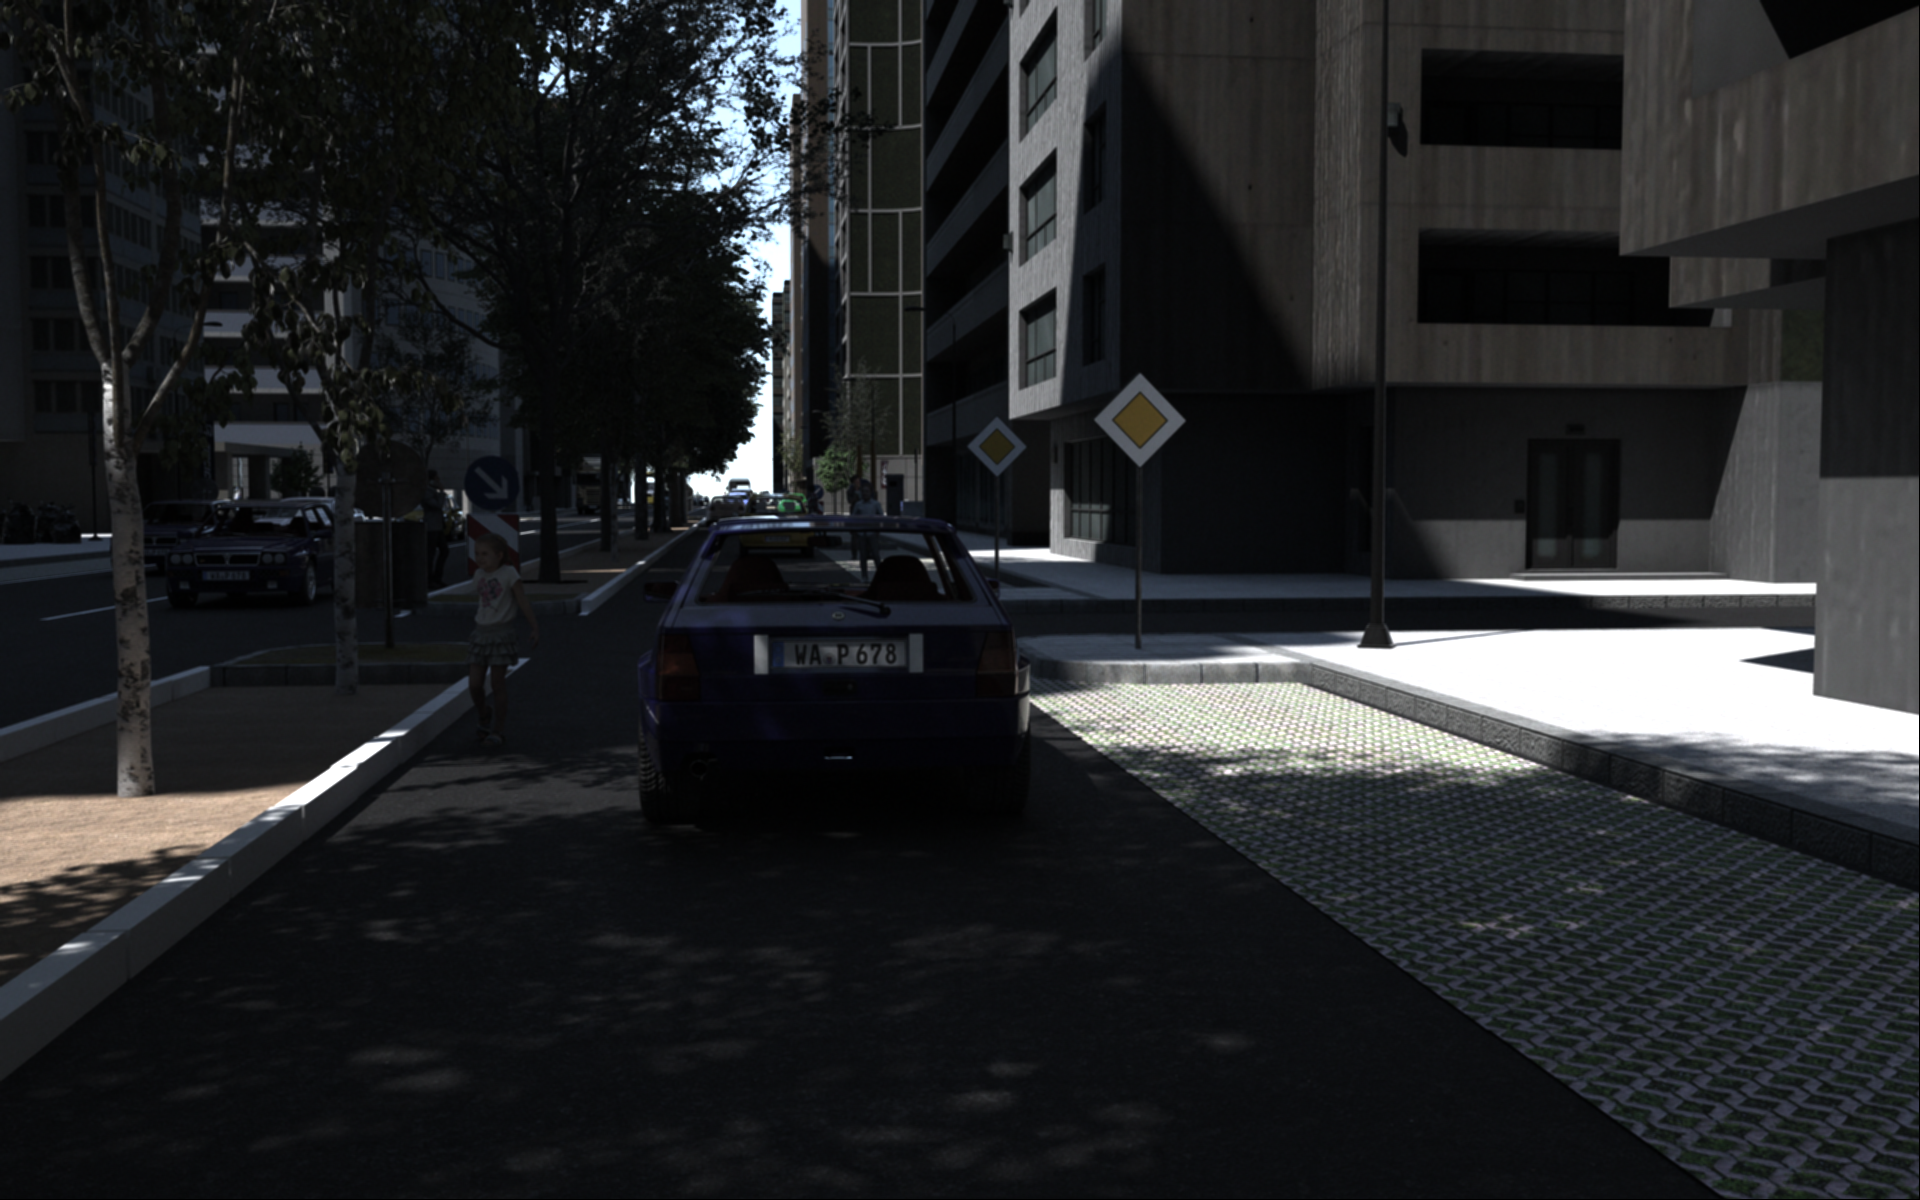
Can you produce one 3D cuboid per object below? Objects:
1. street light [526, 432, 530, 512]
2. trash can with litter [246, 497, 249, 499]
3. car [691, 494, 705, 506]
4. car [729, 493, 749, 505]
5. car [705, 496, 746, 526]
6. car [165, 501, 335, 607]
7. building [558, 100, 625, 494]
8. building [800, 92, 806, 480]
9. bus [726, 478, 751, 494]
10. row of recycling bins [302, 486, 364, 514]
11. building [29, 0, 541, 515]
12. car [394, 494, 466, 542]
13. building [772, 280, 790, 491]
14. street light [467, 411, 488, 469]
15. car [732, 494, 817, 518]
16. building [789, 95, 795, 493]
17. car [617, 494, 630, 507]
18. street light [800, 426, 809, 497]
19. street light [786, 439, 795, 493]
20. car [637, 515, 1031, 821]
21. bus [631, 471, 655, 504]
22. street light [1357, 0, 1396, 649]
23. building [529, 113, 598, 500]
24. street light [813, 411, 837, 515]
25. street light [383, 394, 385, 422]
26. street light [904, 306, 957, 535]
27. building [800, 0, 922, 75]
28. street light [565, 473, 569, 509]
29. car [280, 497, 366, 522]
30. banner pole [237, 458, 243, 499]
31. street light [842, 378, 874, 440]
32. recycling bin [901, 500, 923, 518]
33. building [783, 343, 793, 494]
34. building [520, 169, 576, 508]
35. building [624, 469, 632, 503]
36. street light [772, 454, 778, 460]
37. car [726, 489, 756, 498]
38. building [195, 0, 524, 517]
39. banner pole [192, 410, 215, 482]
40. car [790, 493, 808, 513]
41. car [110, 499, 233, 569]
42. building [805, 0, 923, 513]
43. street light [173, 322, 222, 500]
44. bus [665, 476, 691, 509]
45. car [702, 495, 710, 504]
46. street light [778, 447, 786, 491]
[{"bbox_3d":[-30.355,-9.248,123.751,1.470,5.913,1.316,0,4,-7],"label":"street light"},{"bbox_3d":[-32.274,-4.164,79.470,1.055,1.170,0.624,-2,4,-31],"label":"trash can with litter"},{"bbox_3d":[-31.479,-12.047,206.762,2.009,1.686,4.222,0,4,-7],"label":"car"},{"bbox_3d":[-14.452,-6.313,112.802,1.945,1.707,3.694,0,4,-8],"label":"car"},{"bbox_3d":[-10.516,-4.034,78.320,2.083,1.381,4.827,0,4,-7],"label":"car"},{"bbox_3d":[-9.328,-0.654,23.270,1.945,1.354,3.894,0,4,-8],"label":"car"},{"bbox_3d":[-53.426,-36.163,214.968,21.300,48.544,21.600,0,4,-7],"label":"building"},{"bbox_3d":[-3.312,-30.859,159.169,22.147,44.769,28.867,0,4,-7],"label":"building"},{"bbox_3d":[-25.611,-12.582,200.572,2.948,3.499,13.247,0,4,-8],"label":"bus"},{"bbox_3d":[-31.957,-4.915,87.479,3.534,1.692,1.069,-1,4,-14],"label":"row of recycling bins"},{"bbox_3d":[-48.439,-26.916,131.955,32.217,40.220,23.993,0,4,-7],"label":"building"},{"bbox_3d":[-16.241,-2.621,53.079,2.015,1.641,3.980,-1,4,-9],"label":"car"},{"bbox_3d":[-19.872,-29.131,247.991,14.160,30.474,14.107,0,4,-7],"label":"building"},{"bbox_3d":[-26.858,-7.582,96.506,1.470,5.913,1.316,0,4,-7],"label":"street light"},{"bbox_3d":[-4.315,-1.848,40.431,2.015,1.641,3.980,0,4,-7],"label":"car"},{"bbox_3d":[-11.615,-33.086,191.072,14.600,45.320,14.200,0,4,-7],"label":"building"},{"bbox_3d":[-36.761,-10.737,187.544,2.014,1.417,4.499,0,4,-7],"label":"car"},{"bbox_3d":[-10.282,-8.966,119.137,1.470,5.913,1.316,0,4,-7],"label":"street light"},{"bbox_3d":[-13.672,-10.587,145.631,1.470,5.913,1.316,0,4,-7],"label":"street light"},{"bbox_3d":[-0.696,0.218,9.012,1.945,1.354,3.894,0,4,-6],"label":"car"},{"bbox_3d":[-33.830,-12.048,188.526,2.896,3.916,12.252,0,4,-6],"label":"bus"},{"bbox_3d":[2.958,-2.554,14.293,1.470,5.913,1.316,0,4,-7],"label":"street light"},{"bbox_3d":[-50.883,-32.746,190.017,22.147,44.769,28.867,0,4,-7],"label":"building"},{"bbox_3d":[-7.510,-7.587,96.588,1.470,5.913,1.316,0,4,-7],"label":"street light"},{"bbox_3d":[-24.044,-6.208,74.034,1.470,5.913,1.316,0,4,-7],"label":"street light"},{"bbox_3d":[-0.682,-4.312,43.049,1.470,5.913,1.316,0,4,-7],"label":"street light"},{"bbox_3d":[-5.377,-29.793,137.226,14.600,45.320,14.200,0,4,-7],"label":"building"},{"bbox_3d":[-33.836,-10.926,151.186,1.470,5.913,1.316,0,4,-7],"label":"street light"},{"bbox_3d":[-14.912,-1.669,39.656,2.083,1.381,4.827,0,4,-6],"label":"car"},{"bbox_3d":[-35.289,-5.803,84.894,0.401,3.779,0.863,-3,4,-38],"label":"banner pole"},{"bbox_3d":[-4.030,-5.933,69.549,1.470,5.913,1.316,0,4,-7],"label":"street light"},{"bbox_3d":[-1.698,-2.962,60.990,0.722,1.027,0.722,0,4,-8],"label":"recycling bin"},{"bbox_3d":[-7.630,-22.565,213.983,27.650,21.520,28.899,0,4,-7],"label":"building"},{"bbox_3d":[-41.844,-23.308,152.789,14.160,30.474,14.107,0,4,-7],"label":"building"},{"bbox_3d":[-52.379,-28.355,235.300,14.160,30.474,14.107,0,4,-7],"label":"building"},{"bbox_3d":[-20.743,-13.985,201.201,1.470,5.913,1.316,0,4,-7],"label":"street light"},{"bbox_3d":[-15.261,-6.887,121.283,2.281,1.827,5.304,0,4,-7],"label":"car"},{"bbox_3d":[-39.681,-34.510,106.241,21.231,58.520,28.212,0,4,-7],"label":"building"},{"bbox_3d":[-22.662,-3.780,51.815,0.863,3.779,0.401,0,4,6],"label":"banner pole"},{"bbox_3d":[-10.422,-6.069,108.032,1.959,1.807,4.718,-1,4,-9],"label":"car"},{"bbox_3d":[-14.261,-1.181,31.884,1.945,1.354,3.894,-1,4,-9],"label":"car"},{"bbox_3d":[-0.130,-41.637,119.011,20.563,71.187,20.611,0,4,-7],"label":"building"},{"bbox_3d":[-20.565,-4.538,46.736,1.470,5.913,1.316,0,4,-7],"label":"street light"},{"bbox_3d":[-27.063,-10.384,164.642,2.948,3.499,13.247,0,4,-7],"label":"bus"},{"bbox_3d":[-35.958,-14.071,242.639,1.945,1.354,3.894,-1,4,-9],"label":"car"},{"bbox_3d":[-17.110,-12.238,172.634,1.470,5.913,1.316,0,4,-7],"label":"street light"}]
